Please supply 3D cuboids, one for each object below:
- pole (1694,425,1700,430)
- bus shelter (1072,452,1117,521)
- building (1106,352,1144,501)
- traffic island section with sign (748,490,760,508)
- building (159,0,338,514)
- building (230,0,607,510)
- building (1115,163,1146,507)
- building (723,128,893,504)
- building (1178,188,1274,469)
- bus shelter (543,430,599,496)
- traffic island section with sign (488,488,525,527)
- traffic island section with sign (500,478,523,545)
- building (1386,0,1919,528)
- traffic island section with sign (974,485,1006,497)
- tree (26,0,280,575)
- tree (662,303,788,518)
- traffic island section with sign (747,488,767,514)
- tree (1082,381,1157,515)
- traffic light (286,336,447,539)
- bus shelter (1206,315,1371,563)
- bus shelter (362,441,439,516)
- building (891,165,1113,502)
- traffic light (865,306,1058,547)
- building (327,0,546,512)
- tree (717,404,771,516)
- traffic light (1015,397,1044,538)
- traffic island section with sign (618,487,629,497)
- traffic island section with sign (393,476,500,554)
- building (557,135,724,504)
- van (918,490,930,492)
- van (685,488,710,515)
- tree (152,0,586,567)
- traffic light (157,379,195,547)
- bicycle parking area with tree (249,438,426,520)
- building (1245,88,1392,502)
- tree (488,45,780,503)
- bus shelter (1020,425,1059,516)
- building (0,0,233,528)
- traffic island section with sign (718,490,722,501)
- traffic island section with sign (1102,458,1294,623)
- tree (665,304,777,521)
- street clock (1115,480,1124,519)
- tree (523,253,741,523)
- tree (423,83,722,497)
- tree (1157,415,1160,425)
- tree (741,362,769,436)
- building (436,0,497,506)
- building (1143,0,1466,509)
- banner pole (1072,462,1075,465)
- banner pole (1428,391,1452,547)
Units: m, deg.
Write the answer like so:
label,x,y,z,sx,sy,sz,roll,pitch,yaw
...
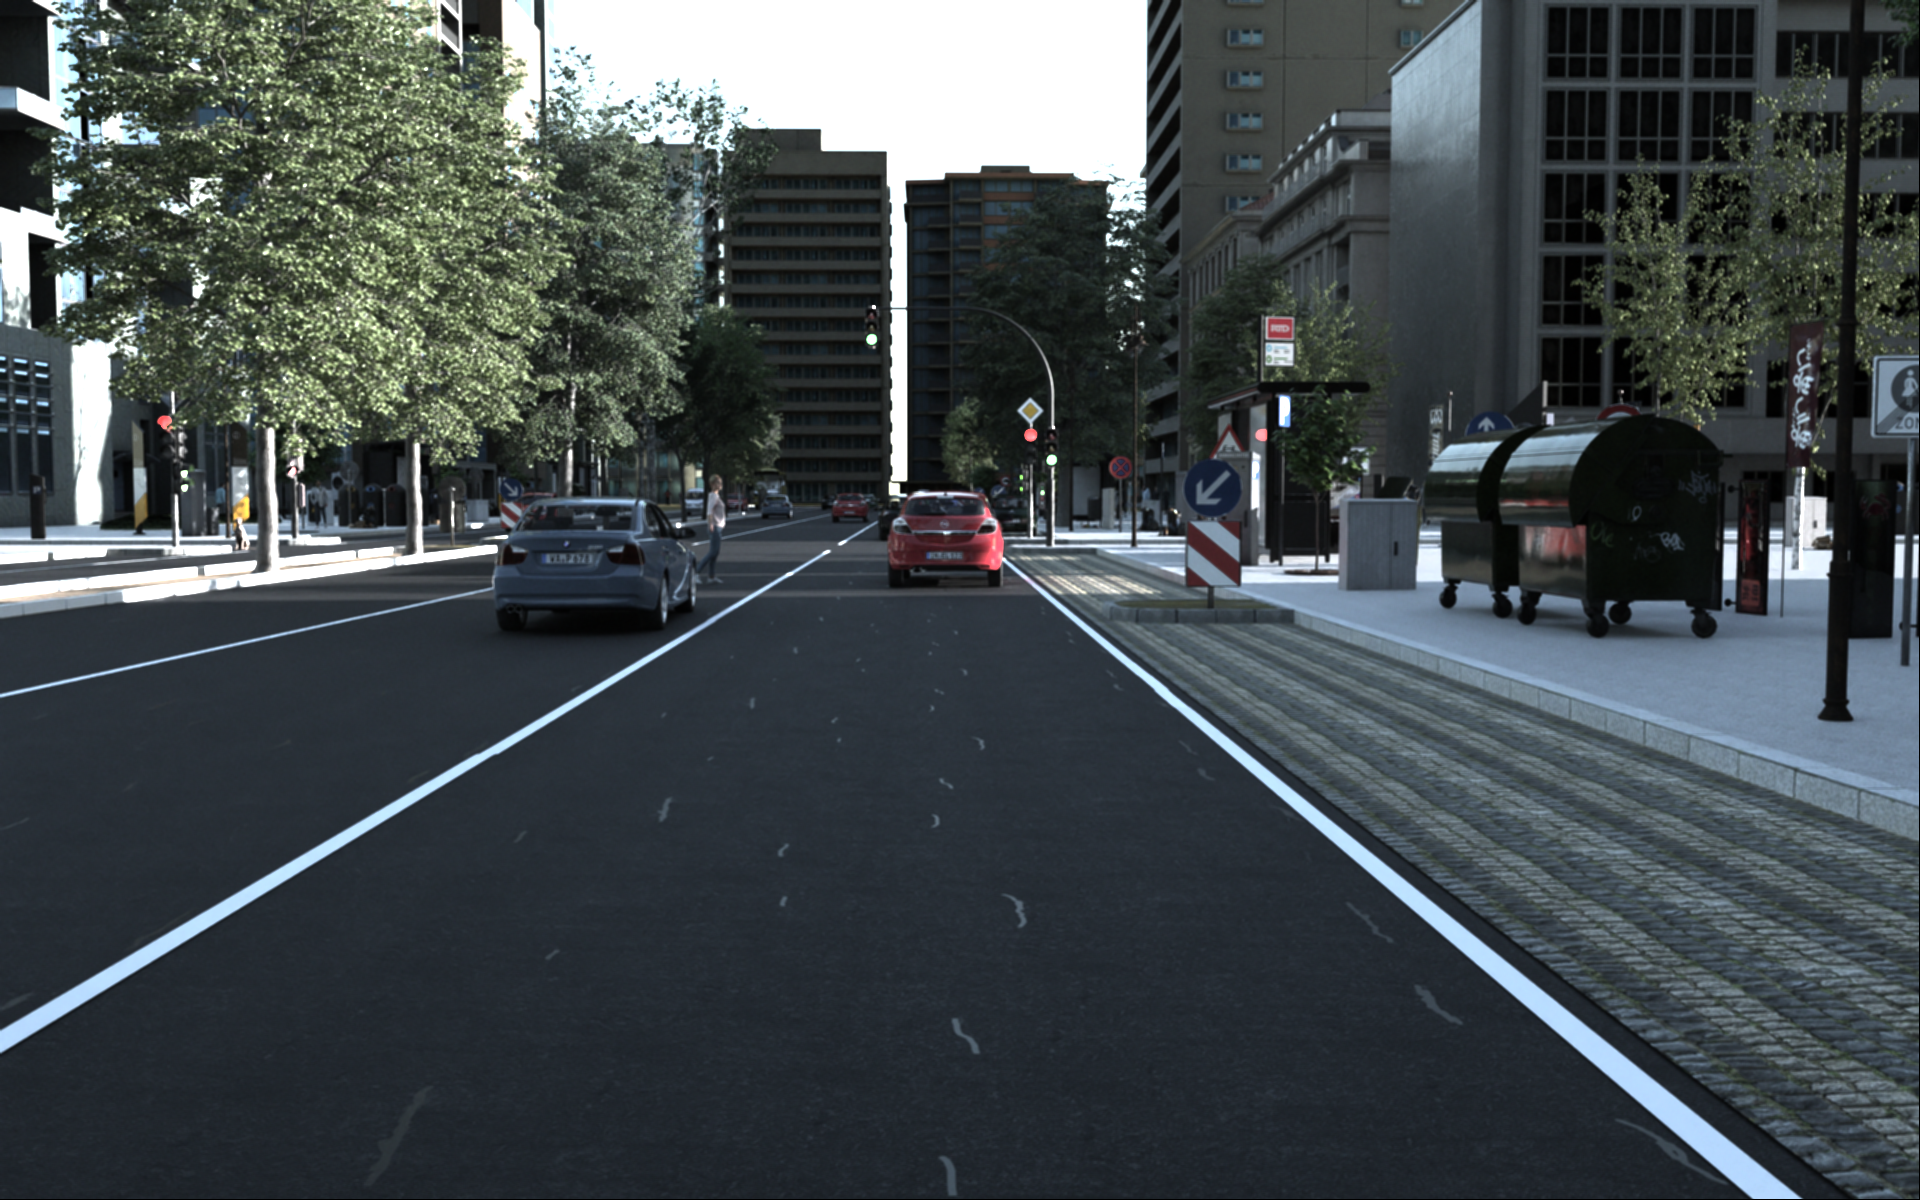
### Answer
label,x,y,z,sx,sy,sz,roll,pitch,yaw
pole,21.627,-3.493,50.949,0.158,3.312,0.155,0,3,0
bus shelter,6.199,-5.323,80.952,2.014,3.302,5.546,0,4,-1
building,34.822,-23.962,236.812,28.899,21.520,27.650,0,4,-1
traffic island section with sign,-21.543,-10.472,179.846,1.989,1.847,2.006,0,4,-1
building,-43.618,-28.456,115.369,14.600,45.320,14.200,0,4,-1
building,-53.481,-52.665,173.746,31.000,86.520,22.319,0,4,-1
building,31.747,-29.556,175.124,32.217,40.220,23.993,0,4,-1
building,-19.956,-37.243,232.619,21.600,48.544,21.300,0,4,-1
building,21.804,-17.080,115.409,11.583,22.565,21.152,0,4,-1
bus shelter,-25.083,-8.176,111.306,2.179,5.291,8.768,0,4,-1
traffic island section with sign,-19.388,-4.100,75.666,1.989,1.847,2.006,0,4,-1
traffic island section with sign,-12.727,-2.544,49.734,2.006,1.907,1.989,0,4,-1
building,34.321,-15.413,71.063,30.058,24.678,14.314,0,4,-1
traffic island section with sign,1.538,-4.058,74.971,1.989,1.847,2.006,0,4,-1
tree,-12.328,-6.728,30.587,7.486,12.596,7.792,0,3,0
tree,-13.993,-11.100,102.074,7.486,12.596,7.792,0,3,0
traffic island section with sign,-14.289,-7.139,124.857,2.006,1.907,1.989,0,4,-1
tree,9.935,-9.802,110.629,4.737,8.622,4.395,0,3,0
traffic light,-17.052,-4.601,49.890,4.771,5.953,1.251,0,4,-1
bus shelter,6.526,-3.604,36.554,2.179,5.291,8.768,0,4,-1
bus shelter,-25.531,-5.385,79.325,1.731,3.624,6.357,0,4,-1
building,5.272,-35.390,233.257,28.867,44.769,22.147,0,4,-1
traffic light,0.090,-4.124,42.096,4.771,5.953,1.251,0,4,-1
building,-44.976,-30.670,151.564,14.600,45.320,14.200,0,4,-1
tree,-14.062,-9.644,110.498,4.737,8.622,4.395,0,3,0
traffic light,2.015,-3.752,50.263,0.839,4.253,0.868,0,4,-1
traffic island section with sign,-19.937,-5.749,102.616,1.989,1.847,2.006,0,4,-1
traffic island section with sign,-12.583,-2.091,42.329,2.006,1.907,1.989,0,4,-1
building,-46.077,-37.569,233.865,30.456,49.044,23.786,0,4,-1
van,-3.702,-10.541,179.364,2.013,2.044,4.112,0,4,1
van,-17.960,-6.793,118.080,2.013,2.044,4.112,0,4,-2
tree,-12.389,-7.241,38.971,7.486,12.596,7.792,0,3,0
traffic light,-18.976,-3.236,41.828,0.839,4.253,0.868,0,4,-1
bicycle parking area with tree,-31.872,-6.197,88.328,8.231,4.147,9.016,1,4,16
building,24.005,-15.349,92.759,13.314,21.916,24.055,0,4,-1
tree,-14.362,-13.189,73.994,12.611,20.169,13.585,0,3,0
bus shelter,4.437,-7.403,98.672,2.179,5.291,8.768,0,4,-1
building,-47.625,-46.726,76.649,22.319,86.520,31.000,0,4,-1
traffic island section with sign,-20.956,-8.750,151.690,1.989,1.847,2.006,0,4,-1
traffic island section with sign,2.683,-0.696,20.007,1.989,1.847,2.006,0,4,-1
tree,-13.680,-10.098,93.307,9.928,11.665,9.643,0,3,0
street clock,8.071,-5.083,87.672,0.471,2.002,0.358,-3,4,-37
tree,-12.987,-7.762,63.777,8.767,10.594,7.601,0,4,-1
tree,-12.619,-8.915,54.867,9.857,13.997,8.962,0,3,0
tree,10.914,-10.346,119.517,4.737,8.622,4.395,0,3,0
tree,-13.431,-9.029,84.495,8.767,10.594,7.601,0,4,-1
building,-47.579,-42.513,133.345,20.563,71.187,20.611,0,4,-1
building,26.679,-31.435,137.669,21.300,48.544,21.600,0,4,-1
banner pole,6.192,-6.473,95.850,0.863,3.779,0.401,2,4,34
banner pole,11.776,-3.206,42.442,0.401,3.779,0.863,-2,4,-33
